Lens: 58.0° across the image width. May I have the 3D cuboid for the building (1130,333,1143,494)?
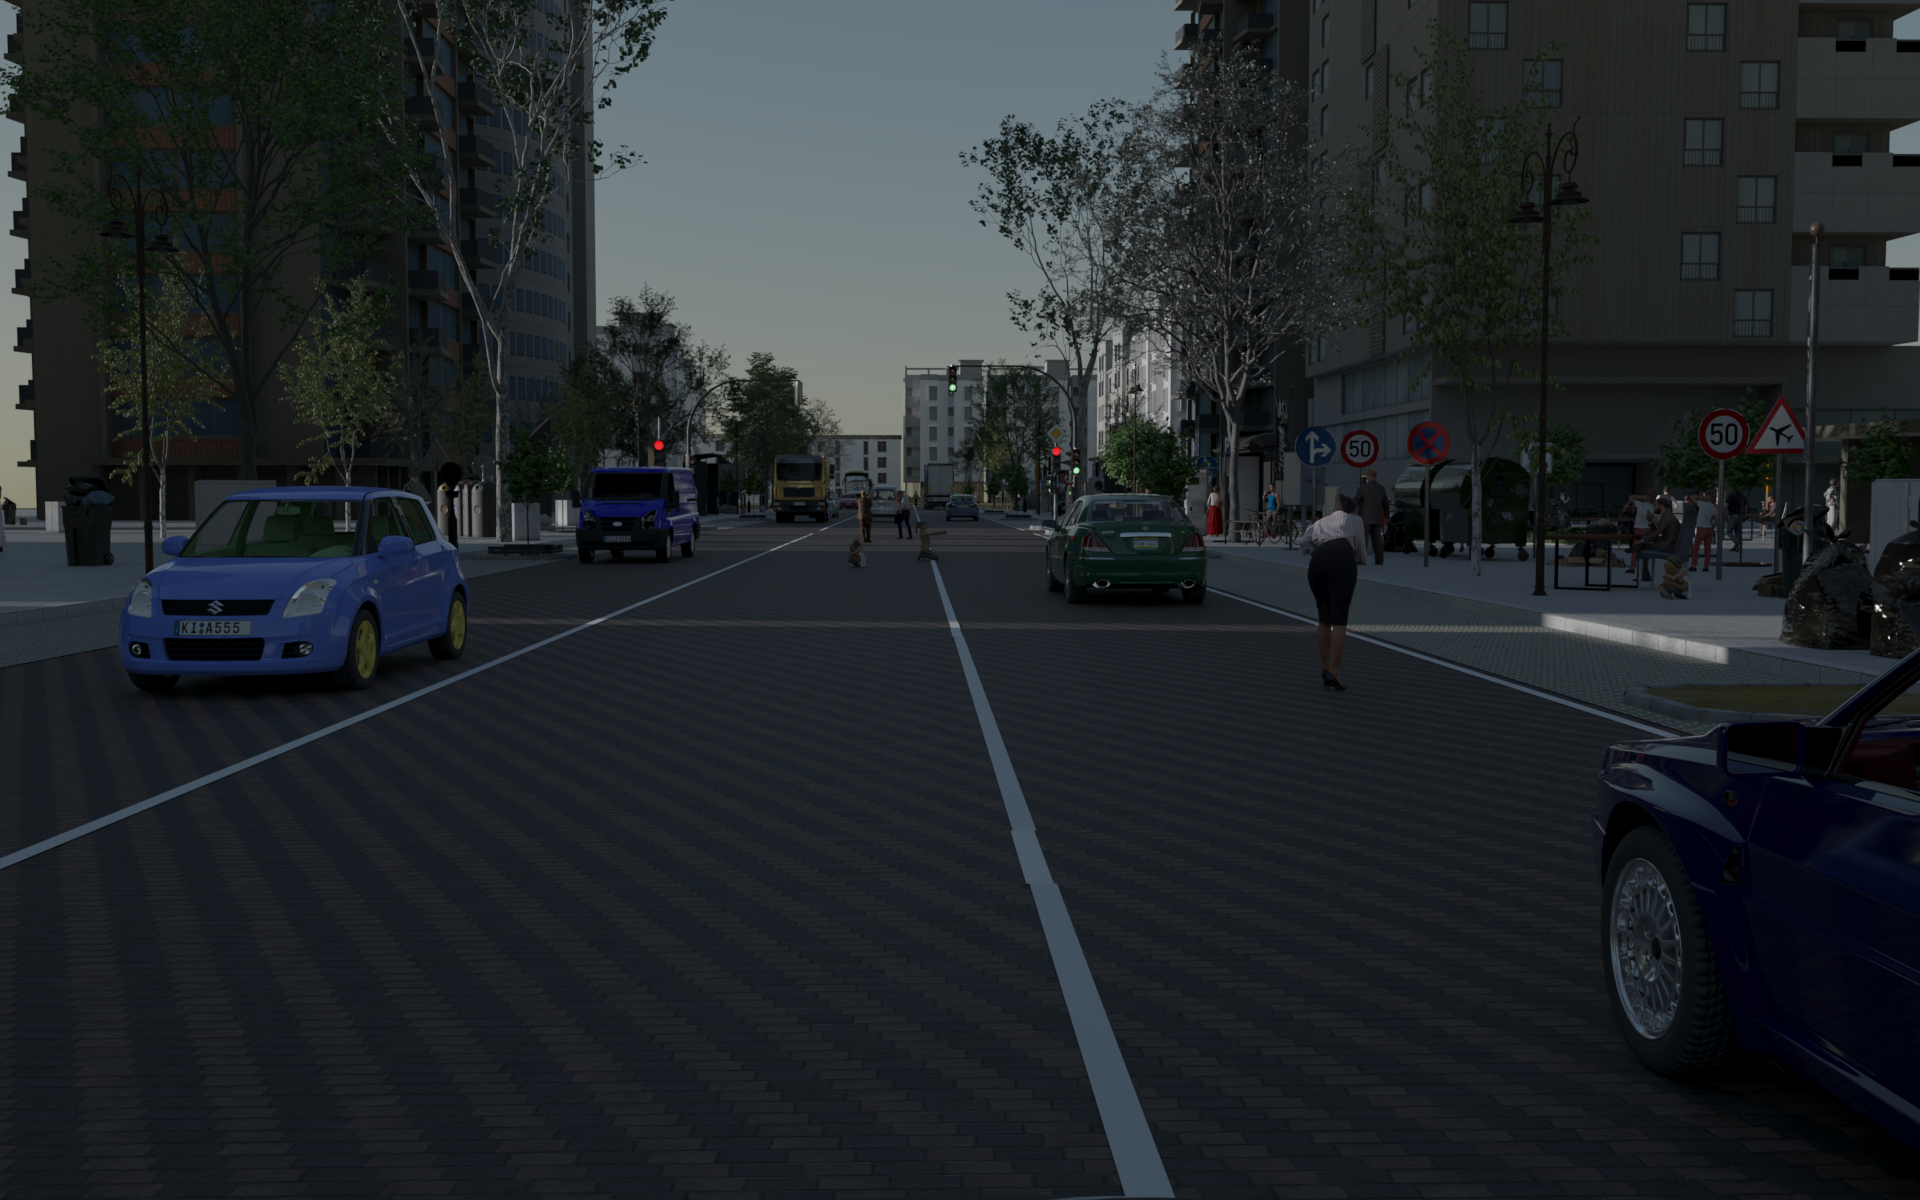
[{"bbox_3d":[24.942,-19.177,169.958,16.016,20.091,11.380,0,4,-2],"label":"building"}]

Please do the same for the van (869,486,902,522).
[{"bbox_3d":[-3.988,-5.091,90.249,2.013,2.044,4.112,0,4,-3],"label":"van"}]

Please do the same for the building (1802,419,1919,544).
[{"bbox_3d":[32.816,-23.045,31.409,22.147,44.769,28.867,0,4,-2],"label":"building"}]

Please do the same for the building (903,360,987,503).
[{"bbox_3d":[-2.493,-24.064,249.869,11.380,20.091,16.016,0,4,-2],"label":"building"}]

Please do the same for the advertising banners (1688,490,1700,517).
[{"bbox_3d":[30.394,-4.601,71.413,0.090,3.025,2.074,0,4,6],"label":"advertising banners"}]

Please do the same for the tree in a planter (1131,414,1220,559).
[{"bbox_3d":[4.724,-2.555,38.995,1.991,3.239,1.994,0,4,-2],"label":"tree in a planter"}]

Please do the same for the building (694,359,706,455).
[{"bbox_3d":[-42.993,-24.012,249.009,11.380,20.091,16.016,0,4,-2],"label":"building"}]

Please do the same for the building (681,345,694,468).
[{"bbox_3d":[-38.218,-20.376,189.563,16.016,20.091,11.380,0,4,-2],"label":"building"}]

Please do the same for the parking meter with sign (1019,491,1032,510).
[{"bbox_3d":[5.106,-8.643,137.571,0.543,3.016,1.738,3,5,42],"label":"parking meter with sign"}]

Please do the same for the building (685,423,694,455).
[{"bbox_3d":[-45.478,-15.840,201.133,28.070,9.664,9.099,0,4,-2],"label":"building"}]

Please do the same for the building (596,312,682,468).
[{"bbox_3d":[-37.775,-19.676,178.116,16.016,20.091,11.380,0,4,-2],"label":"building"}]

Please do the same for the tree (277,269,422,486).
[{"bbox_3d":[-20.226,-6.517,56.914,4.737,8.622,4.395,0,3,0],"label":"tree"}]

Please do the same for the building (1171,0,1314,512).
[{"bbox_3d":[27.795,-29.080,130.074,22.147,44.769,28.867,0,4,-2],"label":"building"}]

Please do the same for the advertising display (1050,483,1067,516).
[{"bbox_3d":[5.721,-5.823,100.426,0.974,1.923,0.123,2,4,25],"label":"advertising display"}]

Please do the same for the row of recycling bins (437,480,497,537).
[{"bbox_3d":[-14.872,-2.784,52.639,1.069,1.692,3.534,-3,4,-38],"label":"row of recycling bins"}]

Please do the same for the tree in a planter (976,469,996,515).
[{"bbox_3d":[2.355,-7.578,121.125,1.991,3.239,1.994,0,4,-2],"label":"tree in a planter"}]

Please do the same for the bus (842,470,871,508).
[{"bbox_3d":[-10.619,-11.406,178.031,2.896,3.916,12.252,0,4,-3],"label":"bus"}]

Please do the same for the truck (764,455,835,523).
[{"bbox_3d":[-8.036,-5.653,88.349,3.469,3.379,9.791,0,4,-3],"label":"truck"}]

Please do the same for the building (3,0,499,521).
[{"bbox_3d":[-38.462,-26.959,95.411,22.147,44.769,28.867,0,4,-2],"label":"building"}]

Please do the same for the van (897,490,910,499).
[{"bbox_3d":[-6.787,-11.916,201.834,2.013,2.044,4.112,0,4,-1],"label":"van"}]

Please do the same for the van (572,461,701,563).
[{"bbox_3d":[-6.993,-2.044,37.796,2.240,2.365,5.245,0,4,0],"label":"van"}]

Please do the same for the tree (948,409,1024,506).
[{"bbox_3d":[3.395,-15.359,185.531,7.601,10.594,8.767,-2,4,-33],"label":"tree"}]

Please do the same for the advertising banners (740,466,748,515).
[{"bbox_3d":[-13.530,-6.874,108.571,0.090,3.025,2.074,0,4,6],"label":"advertising banners"}]

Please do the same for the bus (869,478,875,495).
[{"bbox_3d":[-11.030,-12.291,195.816,2.948,3.499,13.247,0,4,-2],"label":"bus"}]

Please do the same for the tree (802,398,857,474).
[{"bbox_3d":[-18.122,-18.794,217.644,12.009,13.543,11.850,0,3,0],"label":"tree"}]

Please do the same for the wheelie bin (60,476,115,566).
[{"bbox_3d":[-15.586,-1.411,30.976,0.980,1.594,0.693,0,4,5],"label":"wheelie bin"}]

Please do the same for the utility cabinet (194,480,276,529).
[{"bbox_3d":[-11.589,-1.166,27.745,1.173,1.500,0.318,-3,4,-39],"label":"utility cabinet"}]

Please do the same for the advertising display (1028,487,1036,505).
[{"bbox_3d":[6.018,-8.521,144.524,0.123,1.923,0.974,-2,4,-33],"label":"advertising display"}]

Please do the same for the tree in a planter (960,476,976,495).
[{"bbox_3d":[0.887,-10.692,172.036,1.991,3.239,1.994,0,4,-2],"label":"tree in a planter"}]

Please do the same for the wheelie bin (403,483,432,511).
[{"bbox_3d":[-15.790,-2.584,50.158,0.693,1.594,0.980,1,4,23],"label":"wheelie bin"}]

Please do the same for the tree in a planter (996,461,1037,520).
[{"bbox_3d":[3.136,-5.931,94.193,1.991,3.239,1.994,0,4,-2],"label":"tree in a planter"}]

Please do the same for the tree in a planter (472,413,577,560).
[{"bbox_3d":[-9.561,-2.509,38.237,1.991,3.239,1.994,0,4,-2],"label":"tree in a planter"}]

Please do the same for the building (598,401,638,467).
[{"bbox_3d":[-33.949,-13.254,158.849,9.099,9.664,28.070,0,4,-2],"label":"building"}]

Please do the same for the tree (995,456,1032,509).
[{"bbox_3d":[4.535,-10.249,151.292,4.285,4.588,4.351,0,3,0],"label":"tree"}]

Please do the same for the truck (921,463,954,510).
[{"bbox_3d":[-2.078,-10.640,162.874,2.839,4.237,11.283,0,4,-3],"label":"truck"}]

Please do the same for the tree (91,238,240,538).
[{"bbox_3d":[-23.192,-6.114,50.333,4.737,8.622,4.395,0,3,0],"label":"tree"}]

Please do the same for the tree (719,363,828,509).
[{"bbox_3d":[-16.422,-14.368,151.928,9.611,12.733,9.660,0,3,0],"label":"tree"}]

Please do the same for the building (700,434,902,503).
[{"bbox_3d":[-22.309,-18.580,245.931,28.070,9.664,9.099,0,4,-2],"label":"building"}]

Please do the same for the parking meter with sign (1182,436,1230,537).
[{"bbox_3d":[7.268,-3.444,52.576,1.738,3.016,0.543,2,4,28],"label":"parking meter with sign"}]

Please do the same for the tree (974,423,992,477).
[{"bbox_3d":[3.504,-12.844,160.355,4.737,8.622,4.395,0,3,0],"label":"tree"}]

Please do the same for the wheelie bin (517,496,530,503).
[{"bbox_3d":[-14.946,-3.090,58.437,0.980,1.594,0.693,2,4,32],"label":"wheelie bin"}]

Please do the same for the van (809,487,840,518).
[{"bbox_3d":[-8.261,-5.996,105.043,2.013,2.044,4.112,0,4,0],"label":"van"}]

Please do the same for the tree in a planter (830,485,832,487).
[{"bbox_3d":[-13.376,-10.602,170.566,1.991,3.239,1.994,0,4,-2],"label":"tree in a planter"}]

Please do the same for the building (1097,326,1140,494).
[{"bbox_3d":[25.206,-19.874,191.405,16.747,18.905,31.486,0,4,-2],"label":"building"}]

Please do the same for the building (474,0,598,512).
[{"bbox_3d":[-39.315,-35.600,124.067,21.231,58.520,28.212,0,4,-2],"label":"building"}]

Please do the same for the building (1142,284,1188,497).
[{"bbox_3d":[25.727,-18.483,158.617,16.016,20.091,11.380,0,4,-2],"label":"building"}]

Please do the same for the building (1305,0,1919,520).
[{"bbox_3d":[35.205,-30.975,95.682,27.495,52.752,28.713,0,4,-2],"label":"building"}]

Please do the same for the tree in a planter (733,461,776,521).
[{"bbox_3d":[-11.146,-5.884,93.418,1.991,3.239,1.994,0,4,-2],"label":"tree in a planter"}]

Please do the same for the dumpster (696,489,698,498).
[{"bbox_3d":[-14.330,-5.283,88.864,1.502,2.255,1.985,0,4,-2],"label":"dumpster"}]
